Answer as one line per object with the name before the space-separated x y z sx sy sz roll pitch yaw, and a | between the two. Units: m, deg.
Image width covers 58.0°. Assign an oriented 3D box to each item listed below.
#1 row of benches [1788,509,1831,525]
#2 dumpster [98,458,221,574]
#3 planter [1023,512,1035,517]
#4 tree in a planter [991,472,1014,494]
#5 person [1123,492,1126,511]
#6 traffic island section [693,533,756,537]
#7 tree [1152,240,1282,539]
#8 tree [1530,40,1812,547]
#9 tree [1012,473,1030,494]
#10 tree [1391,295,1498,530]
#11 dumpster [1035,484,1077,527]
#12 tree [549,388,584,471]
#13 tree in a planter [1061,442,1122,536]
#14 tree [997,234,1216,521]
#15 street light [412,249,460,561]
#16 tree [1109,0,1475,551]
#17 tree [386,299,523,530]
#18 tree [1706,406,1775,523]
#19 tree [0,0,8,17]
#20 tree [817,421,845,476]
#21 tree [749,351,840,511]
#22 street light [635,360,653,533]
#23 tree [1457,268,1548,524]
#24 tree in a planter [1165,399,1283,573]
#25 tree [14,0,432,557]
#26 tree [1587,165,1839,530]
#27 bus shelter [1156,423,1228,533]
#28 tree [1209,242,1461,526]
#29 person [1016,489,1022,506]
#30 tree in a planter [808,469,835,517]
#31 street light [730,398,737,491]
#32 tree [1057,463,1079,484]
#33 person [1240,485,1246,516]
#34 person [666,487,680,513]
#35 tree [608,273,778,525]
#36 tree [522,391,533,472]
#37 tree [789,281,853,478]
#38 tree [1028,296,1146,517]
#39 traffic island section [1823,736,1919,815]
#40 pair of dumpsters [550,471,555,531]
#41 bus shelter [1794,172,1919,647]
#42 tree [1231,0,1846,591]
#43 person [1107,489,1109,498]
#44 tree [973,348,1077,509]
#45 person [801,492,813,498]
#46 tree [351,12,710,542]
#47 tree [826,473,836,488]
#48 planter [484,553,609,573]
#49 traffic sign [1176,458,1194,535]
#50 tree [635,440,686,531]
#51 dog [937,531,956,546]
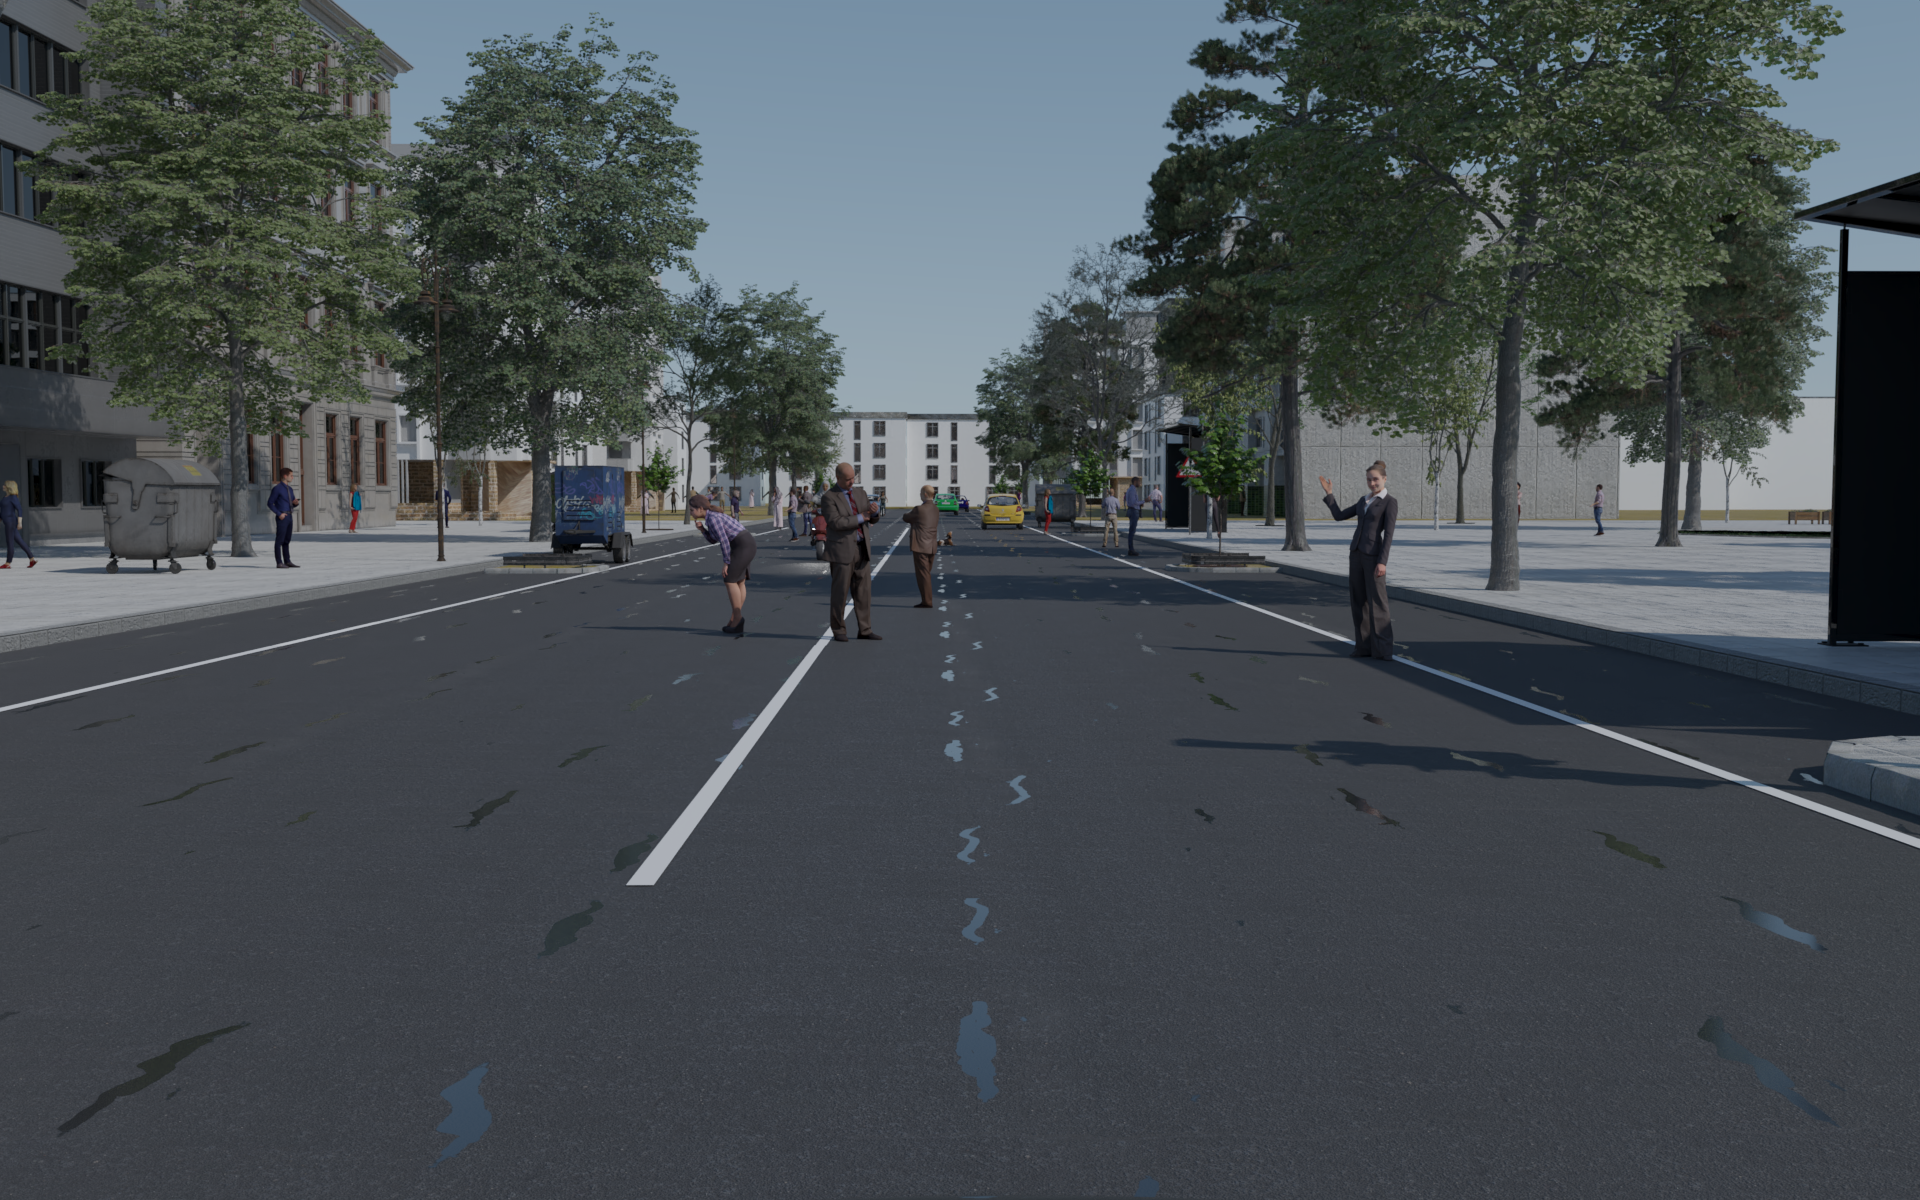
row of benches | 37.155 -3.528 73.138 4.104 0.672 1.422 0 4 -1
dumpster | -13.108 -1.386 28.412 1.264 1.857 1.865 0 4 -1
planter | 3.734 -5.405 109.511 1.991 0.319 1.994 0 4 -1
tree in a planter | 3.330 -8.528 136.658 1.991 3.239 1.994 0 4 -1
person | 12.467 -7.483 131.610 0.599 1.433 0.991 0 4 3
traffic island section | -8.021 -2.223 59.206 1.991 0.108 1.994 0 4 -1
tree | 7.237 -6.051 49.304 4.737 8.622 4.395 0 3 0
tree | 17.289 -7.324 41.798 6.751 12.117 7.091 0 3 0
tree | 5.742 -10.061 159.101 1.663 3.219 1.824 0 3 0
tree | 17.075 -6.770 61.056 4.737 8.622 4.395 0 3 0
dumpster | 4.118 -4.057 74.548 1.865 1.857 1.264 0 4 0
tree | -19.477 -7.938 80.141 4.360 8.622 3.978 0 3 0
tree in a planter | 4.491 -3.805 59.438 1.991 3.239 1.994 0 4 -1
tree | 6.902 -10.531 82.555 12.009 13.543 11.850 0 3 0
street light | -9.906 -3.676 32.894 0.468 5.910 1.993 0 4 -1
tree | 7.487 -8.048 39.009 7.806 13.903 7.818 0 3 0
tree | -18.110 -6.746 60.664 4.360 8.622 3.978 0 3 0
tree | 34.187 -7.730 76.742 4.360 8.622 3.978 0 3 0
tree | -8.776 -9.889 17.579 12.611 20.169 13.585 0 3 0
tree | -12.029 -12.203 149.876 4.737 8.622 4.395 0 3 0
tree | -12.566 -12.756 130.621 6.751 12.117 7.091 0 3 0
street light | -10.415 -5.145 56.906 0.468 5.910 1.993 0 4 -1
tree | 21.787 -9.108 74.673 9.928 11.665 9.643 0 3 0
tree in a planter | 4.898 -2.158 32.498 1.991 3.239 1.994 0 4 -1
tree | -14.544 -7.126 34.643 7.486 12.596 7.792 0 3 0
tree | 26.433 -9.514 62.215 9.857 13.997 8.962 0 3 0
bus shelter | 8.065 -4.231 60.464 1.731 3.624 6.357 0 4 -1
tree | 12.543 -8.750 68.814 9.928 11.665 9.643 0 3 0
person | 5.296 -9.166 156.588 0.721 1.739 1.217 -2 4 -25
tree in a planter | -8.781 -6.860 109.379 1.991 3.239 1.994 0 4 -1
street light | -10.645 -6.661 81.694 0.468 5.910 1.993 0 4 -1
tree | 6.954 -6.740 104.800 1.663 3.219 1.824 0 3 0
person | 16.413 -5.761 100.329 0.705 1.812 1.348 0 4 5
person | -19.582 -6.810 118.104 0.721 1.735 1.217 3 5 42
tree | -11.152 -8.452 72.602 7.601 10.594 8.767 -1 4 -13
tree | -19.442 -7.324 70.116 4.360 8.622 3.978 0 3 0
tree | -11.244 -11.989 102.683 9.857 13.997 8.962 0 3 0
tree | 6.801 -10.593 95.245 6.751 12.117 7.091 0 3 0
traffic island section | 5.277 0.891 7.709 2.009 0.180 2.903 0 4 -1
pair of dumpsters | -13.479 -3.506 59.817 1.574 2.255 4.436 0 4 -1
bus shelter | 7.867 -1.238 11.531 1.731 3.624 6.357 0 4 -1
tree | 7.603 -6.383 22.482 7.486 12.596 7.792 0 3 0
person | 13.322 -9.160 156.521 1.217 1.735 0.721 -2 4 -32
tree | 5.801 -14.919 150.584 9.857 13.997 8.962 0 3 0
person | -12.222 -8.071 138.010 1.348 1.823 0.705 2 4 35
tree | -11.364 -8.535 46.196 9.857 13.997 8.962 0 3 0
tree | -11.797 -9.949 157.271 1.663 3.219 1.824 0 3 0
planter | -7.620 -0.680 32.258 1.991 0.319 1.994 0 4 -1
traffic sign | 7.218 -3.323 54.329 0.884 2.594 0.081 0 4 2
tree | -10.750 -4.089 61.452 1.663 3.219 1.824 0 3 0
dog | -0.468 -1.704 48.051 0.748 0.427 0.550 0 4 3
